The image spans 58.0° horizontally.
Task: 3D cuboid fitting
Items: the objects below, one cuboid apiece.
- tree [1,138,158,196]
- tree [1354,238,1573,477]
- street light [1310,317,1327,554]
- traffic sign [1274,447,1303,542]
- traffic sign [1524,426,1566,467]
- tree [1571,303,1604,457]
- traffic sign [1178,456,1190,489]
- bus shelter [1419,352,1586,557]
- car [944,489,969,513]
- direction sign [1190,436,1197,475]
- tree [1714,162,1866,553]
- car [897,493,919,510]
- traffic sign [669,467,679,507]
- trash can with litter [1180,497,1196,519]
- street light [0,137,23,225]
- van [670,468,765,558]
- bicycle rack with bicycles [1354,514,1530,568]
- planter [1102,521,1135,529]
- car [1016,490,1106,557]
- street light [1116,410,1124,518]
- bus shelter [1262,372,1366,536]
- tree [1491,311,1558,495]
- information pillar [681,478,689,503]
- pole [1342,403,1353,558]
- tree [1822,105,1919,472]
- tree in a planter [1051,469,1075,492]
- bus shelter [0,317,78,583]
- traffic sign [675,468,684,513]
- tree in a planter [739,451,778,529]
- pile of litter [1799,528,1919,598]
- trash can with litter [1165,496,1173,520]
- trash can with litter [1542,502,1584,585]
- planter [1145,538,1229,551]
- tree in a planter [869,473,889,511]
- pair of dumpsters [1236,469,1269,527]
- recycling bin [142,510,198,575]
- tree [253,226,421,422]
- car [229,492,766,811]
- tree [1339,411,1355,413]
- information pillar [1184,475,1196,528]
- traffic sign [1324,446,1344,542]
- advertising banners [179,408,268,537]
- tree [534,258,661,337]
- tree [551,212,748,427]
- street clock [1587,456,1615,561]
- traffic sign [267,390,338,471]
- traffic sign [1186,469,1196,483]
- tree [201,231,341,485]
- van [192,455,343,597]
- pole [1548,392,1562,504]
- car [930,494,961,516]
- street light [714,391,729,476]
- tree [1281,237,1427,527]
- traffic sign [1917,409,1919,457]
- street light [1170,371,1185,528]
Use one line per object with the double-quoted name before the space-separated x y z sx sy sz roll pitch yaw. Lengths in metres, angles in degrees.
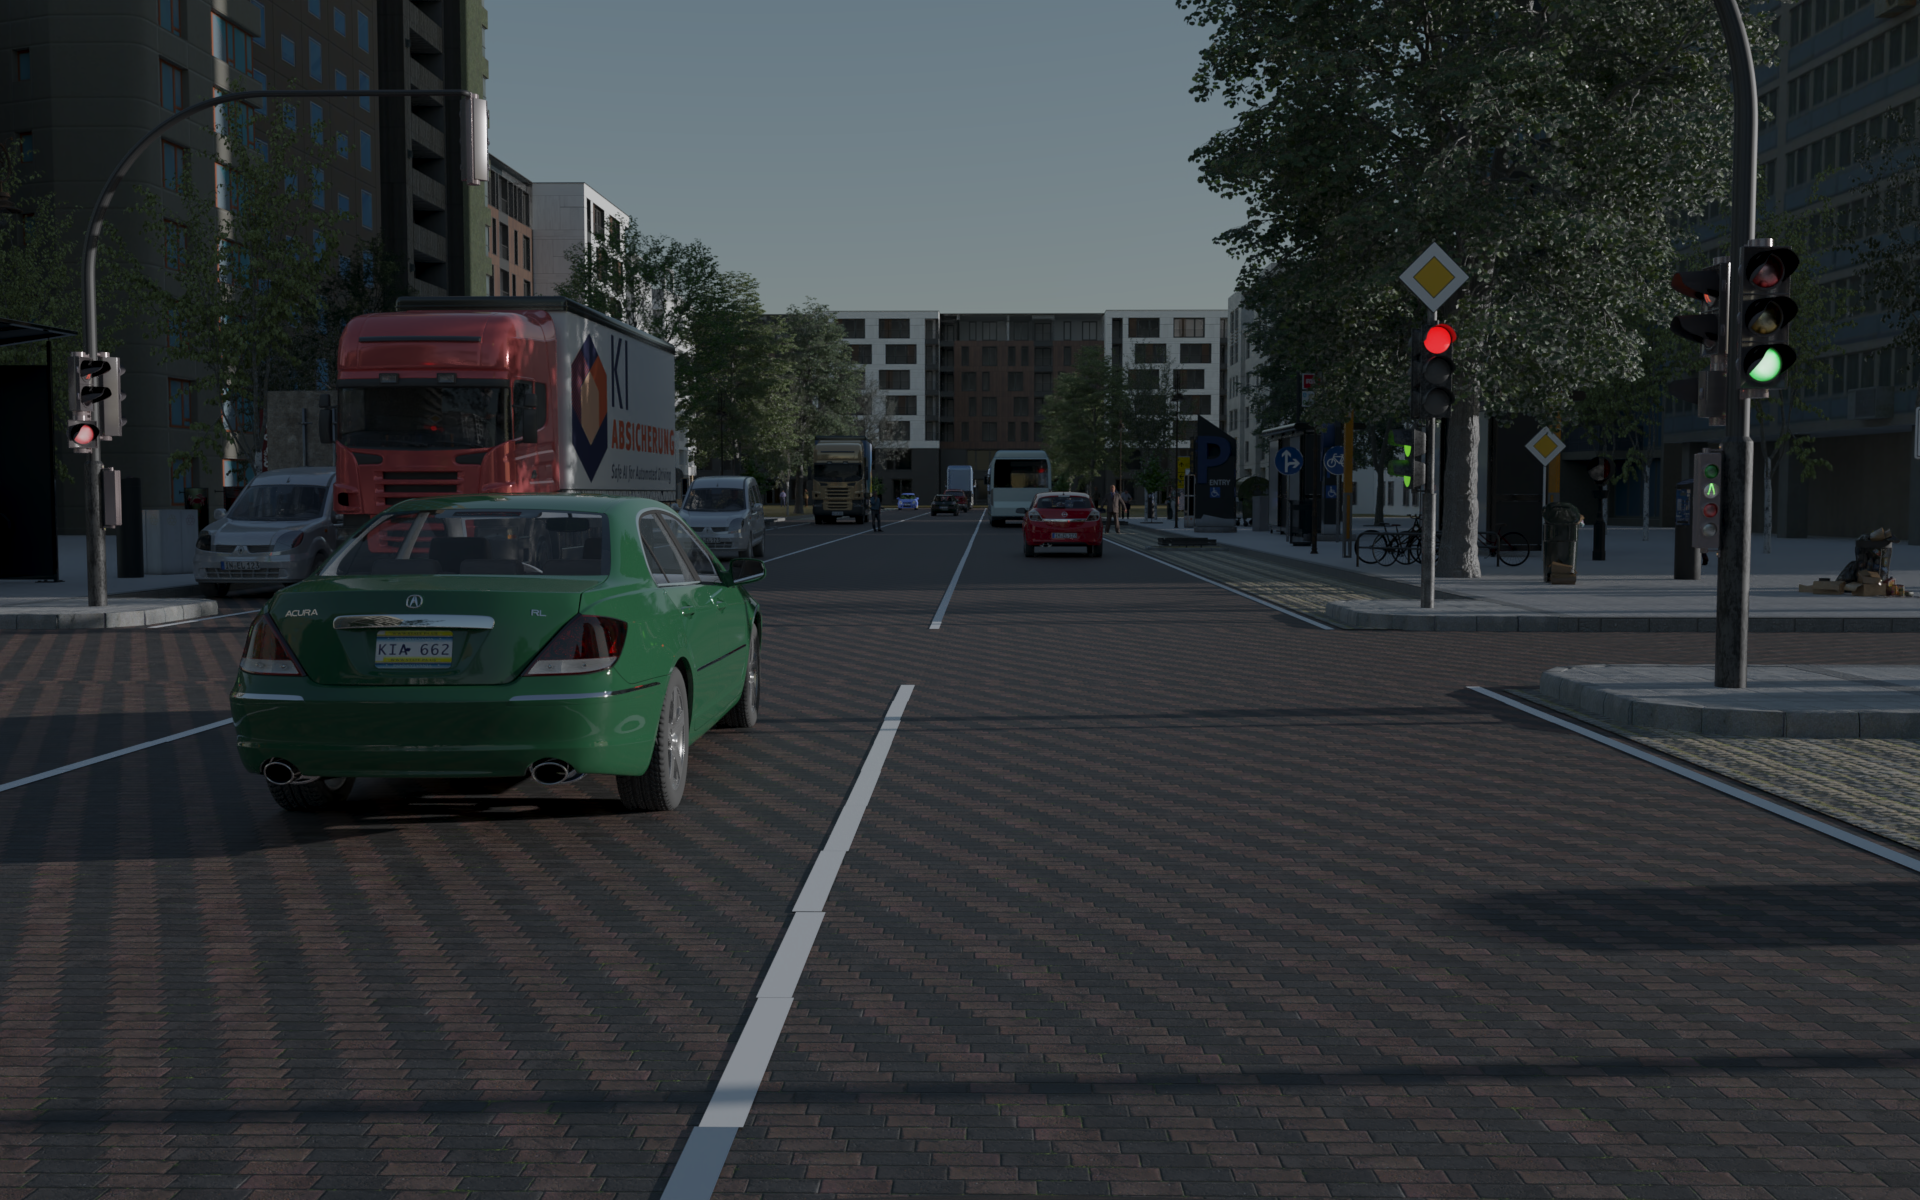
"tree" -19.804 -5.212 35.573 4.737 8.622 4.395 0 3 0
"tree" 13.266 -5.860 46.169 4.737 8.622 4.395 0 3 0
"street light" 7.615 -3.930 37.047 0.468 5.910 1.993 0 4 1
"traffic sign" 8.823 -2.842 46.569 0.768 2.556 0.104 0 4 4
"traffic sign" 11.209 -2.044 33.151 0.795 2.593 0.064 0 4 2
"tree" 18.551 -5.927 47.263 4.737 8.622 4.395 0 3 0
"traffic sign" 12.752 -6.063 92.999 2.265 3.308 0.079 0 4 6
"bus shelter" 11.667 -3.771 39.284 2.179 5.291 8.768 0 4 1
"car" -0.428 -7.741 135.238 2.281 1.827 5.304 0 4 0
"direction sign" 9.229 -4.659 68.167 0.379 3.537 0.876 -1 4 -15
"tree" 17.284 -5.305 37.098 4.737 8.622 4.395 0 3 0
"car" -4.671 -8.925 155.520 1.945 1.707 3.694 0 4 1
"traffic sign" -12.818 -4.679 76.606 0.768 2.556 0.104 0 4 8
"trash can with litter" 12.214 -4.747 88.676 1.678 1.210 2.233 -1 4 -14
"street light" -11.947 -2.947 20.977 0.468 5.910 1.993 0 4 1
"van" -5.292 -1.909 38.219 2.013 2.044 4.112 0 4 0
"bicycle rack with bicycles" 8.235 -1.062 30.744 2.852 0.926 2.925 -3 5 -44
"planter" 6.277 -3.140 72.482 1.991 0.319 1.994 0 4 1
"car" 2.389 -1.940 40.758 2.155 1.783 4.494 0 4 2
"street light" 8.664 -7.389 93.591 0.468 5.910 1.993 0 4 1
"bus shelter" 10.904 -4.729 54.950 2.179 5.291 8.768 0 4 1
"tree" 19.359 -6.745 60.646 4.360 8.622 3.978 0 3 0
"information pillar" -12.558 -4.569 79.192 0.304 2.012 0.304 0 4 -1
"pole" 7.795 -2.505 34.796 0.158 3.312 0.155 0 3 0
"tree" 17.398 -4.899 30.462 4.360 8.622 3.978 0 3 0
"tree in a planter" 7.198 -7.615 121.720 1.991 3.239 1.994 0 4 1
"bus shelter" -13.632 -1.882 22.049 1.731 3.624 6.357 0 4 1
"traffic sign" -13.770 -5.126 83.913 0.768 2.556 0.104 0 4 3
"tree in a planter" -8.596 -4.547 71.567 1.991 3.239 1.994 0 4 1
"pile of litter" 11.468 -0.497 22.095 1.176 0.858 1.719 0 4 3
"trash can with litter" 10.586 -4.634 87.150 0.624 1.170 1.055 0 4 3
"trash can with litter" 8.701 -0.824 24.866 0.624 1.170 1.055 1 4 11
"planter" 5.749 -1.414 44.258 1.991 0.319 1.994 0 4 1
"tree in a planter" -7.150 -9.264 148.685 1.991 3.239 1.994 0 4 1
"pair of dumpsters" 11.621 -4.107 69.640 1.574 2.255 4.437 0 4 1
"recycling bin" -12.790 -0.938 27.883 0.722 1.027 0.722 2 4 25
"tree" -20.876 -7.682 60.021 7.601 10.594 8.767 0 4 6
"car" -2.173 0.155 9.266 2.131 1.459 4.920 0 4 0
"tree" 19.167 -8.616 91.242 4.737 8.622 4.395 0 3 0
"information pillar" 8.714 -3.748 65.774 0.304 2.012 0.304 -1 4 -23
"traffic sign" 10.003 -2.797 45.837 0.768 2.556 0.104 1 4 9
"advertising banners" -14.703 -2.379 35.084 2.074 3.025 0.090 -3 4 -36
"tree" -11.554 -6.411 55.186 4.737 8.622 4.395 0 3 0
"tree" -11.793 -8.526 65.160 9.928 11.665 9.643 0 3 0
"street clock" 12.337 -1.762 33.385 0.471 2.002 0.358 3 5 42
"traffic sign" -12.594 -2.459 34.074 2.265 3.308 0.079 1 4 11
"traffic sign" 9.424 -4.160 70.152 0.606 2.300 0.079 0 4 7
"tree" -19.688 -6.057 49.395 4.360 8.622 3.978 0 3 0
"van" -9.651 -1.122 25.350 2.013 2.044 4.112 0 4 2
"pole" 11.617 -2.447 33.852 0.158 3.312 0.155 0 3 0
"car" -0.987 -6.385 114.175 2.009 1.686 4.222 0 4 2
"street light" -10.730 -6.441 78.102 0.468 5.910 1.993 0 4 1
"tree" 16.493 -8.699 67.979 9.928 11.665 9.643 0 3 0
"traffic sign" 11.518 -1.115 20.358 0.606 2.300 0.079 1 4 9
"street light" 8.178 -5.658 65.303 0.468 5.910 1.993 0 4 1
